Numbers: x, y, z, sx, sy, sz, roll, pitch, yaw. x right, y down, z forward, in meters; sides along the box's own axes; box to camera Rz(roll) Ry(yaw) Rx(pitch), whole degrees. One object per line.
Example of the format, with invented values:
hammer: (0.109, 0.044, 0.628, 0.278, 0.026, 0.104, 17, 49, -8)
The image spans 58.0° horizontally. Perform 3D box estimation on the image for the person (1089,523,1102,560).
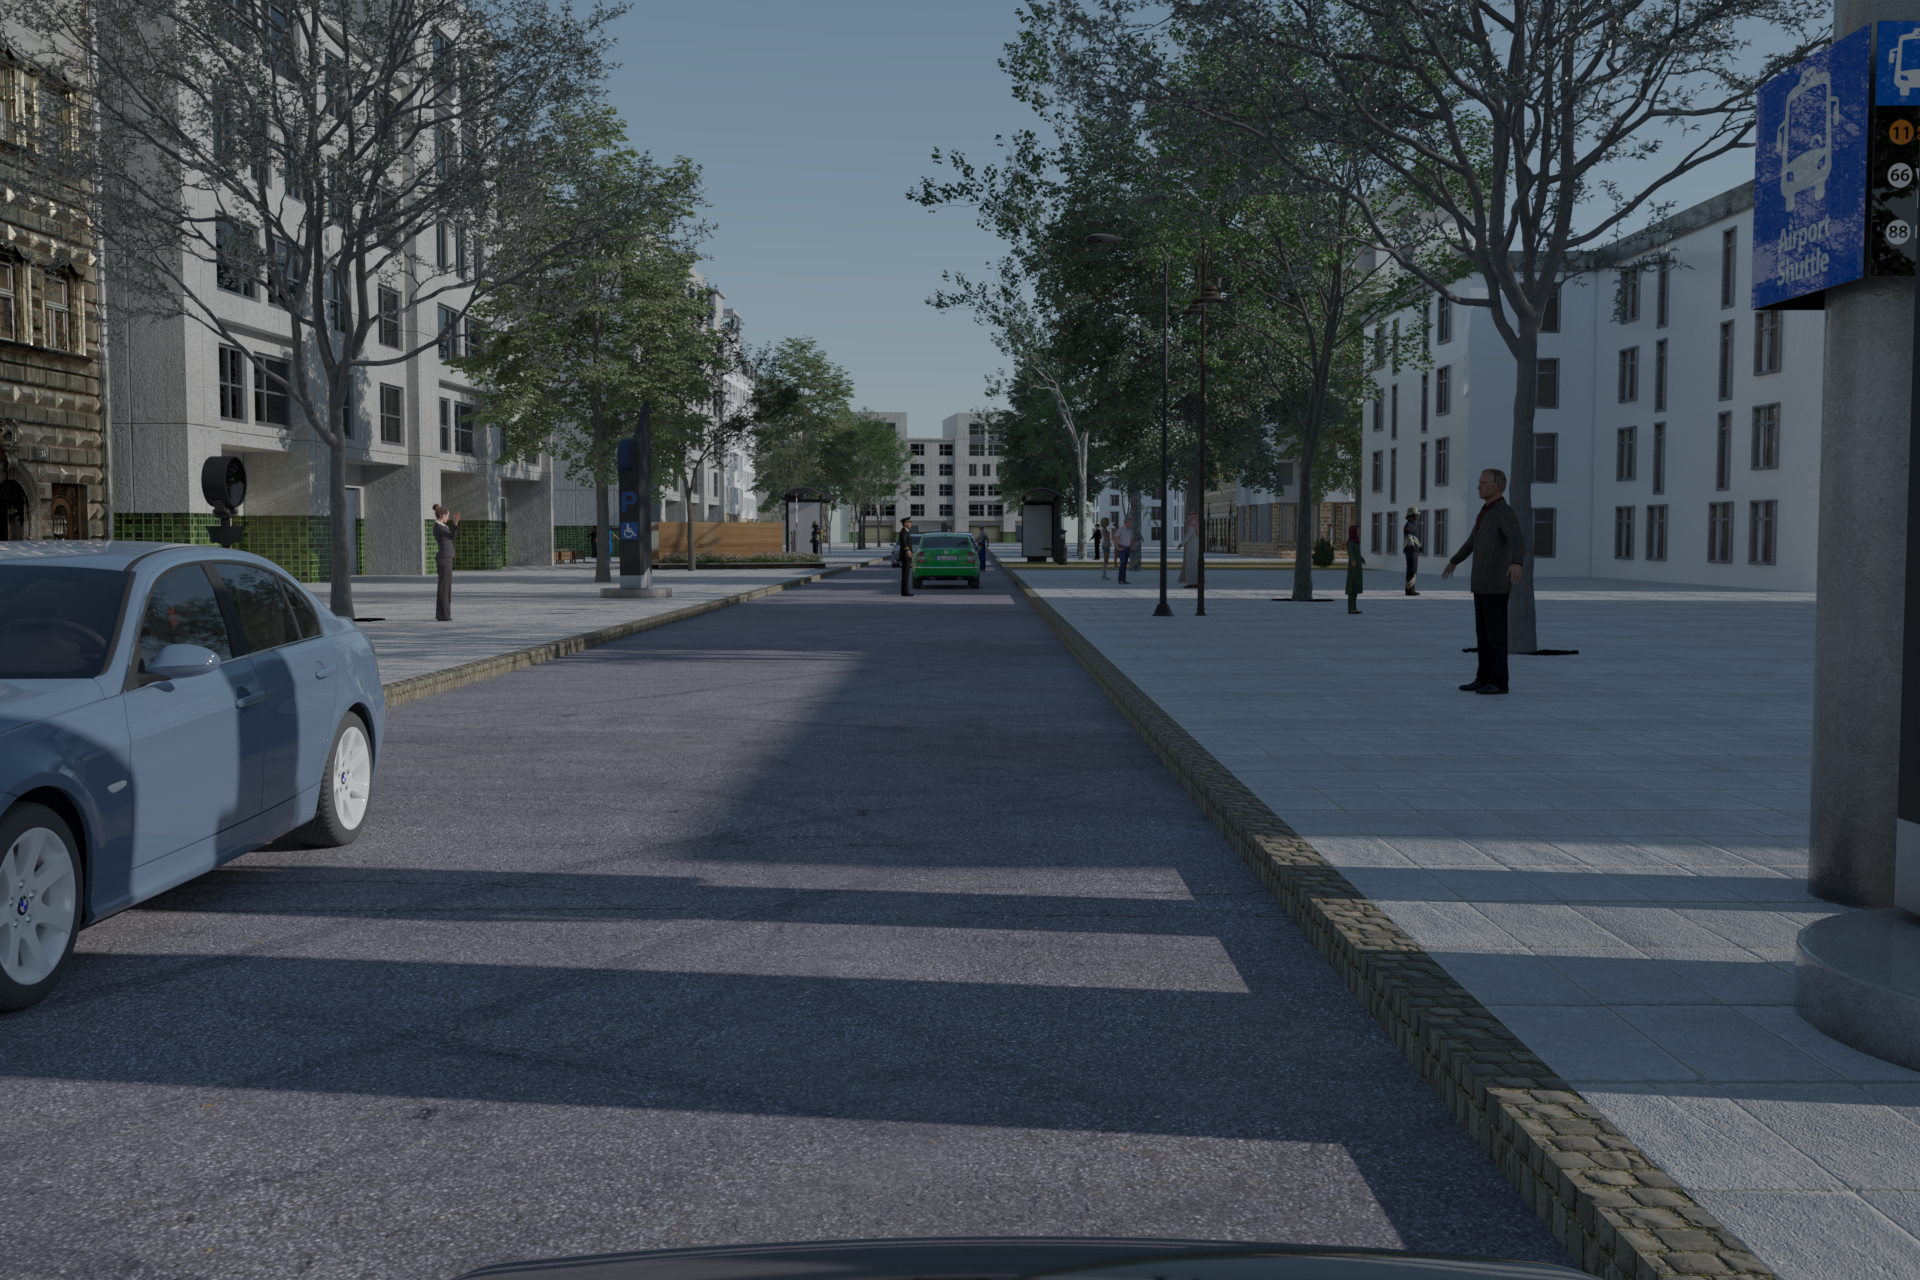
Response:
person: (6.768, -4.870, 85.819, 0.705, 1.806, 1.347, -1, 4, -21)

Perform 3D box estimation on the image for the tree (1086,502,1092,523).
tree: (20.361, -18.661, 255.465, 4.360, 8.622, 3.978, 0, 3, 0)

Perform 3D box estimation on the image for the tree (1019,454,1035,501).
tree: (6.972, -12.199, 149.819, 4.360, 8.622, 3.978, 0, 3, 0)

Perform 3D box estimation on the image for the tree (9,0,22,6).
tree: (-8.904, -3.774, 12.072, 4.360, 8.622, 3.978, 0, 3, 0)

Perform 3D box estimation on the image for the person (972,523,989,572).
person: (0.812, -3.541, 66.201, 0.705, 1.847, 1.347, 2, 4, 30)

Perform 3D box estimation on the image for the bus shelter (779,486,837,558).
bus shelter: (-6.626, -5.026, 76.098, 2.014, 3.302, 5.546, 0, 4, 1)

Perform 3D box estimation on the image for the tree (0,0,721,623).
tree: (-9.139, -7.007, 24.935, 12.009, 13.543, 11.850, 0, 3, 0)

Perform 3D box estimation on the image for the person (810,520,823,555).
person: (-6.077, -4.083, 72.542, 0.705, 1.856, 1.354, -1, 4, -14)

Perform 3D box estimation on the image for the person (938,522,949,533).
person: (-0.478, -2.810, 54.528, 1.348, 1.813, 0.705, 2, 4, 32)

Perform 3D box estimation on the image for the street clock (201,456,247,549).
street clock: (-6.834, -0.707, 16.137, 0.358, 2.002, 0.471, 0, 4, 1)

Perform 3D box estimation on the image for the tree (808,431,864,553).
tree: (-8.761, -10.040, 114.511, 4.360, 8.622, 3.978, 0, 3, 0)

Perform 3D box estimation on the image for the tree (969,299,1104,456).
tree: (6.840, -17.279, 138.403, 12.611, 20.169, 13.585, 0, 3, 0)

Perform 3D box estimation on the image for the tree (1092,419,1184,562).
tree: (7.239, -7.673, 75.814, 4.360, 8.622, 3.978, 0, 3, 0)

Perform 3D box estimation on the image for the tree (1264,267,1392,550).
tree: (16.760, -9.558, 74.397, 7.486, 12.596, 7.792, 0, 3, 0)

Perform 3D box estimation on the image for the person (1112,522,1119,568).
person: (6.079, -3.642, 66.357, 0.721, 1.733, 1.217, 0, 4, 8)

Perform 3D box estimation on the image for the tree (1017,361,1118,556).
tree: (6.986, -10.825, 102.742, 9.928, 11.665, 9.643, 0, 3, 0)

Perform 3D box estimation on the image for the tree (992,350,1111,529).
tree: (6.705, -12.919, 117.877, 9.857, 13.997, 8.962, 0, 3, 0)

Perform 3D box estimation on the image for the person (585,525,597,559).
person: (-19.226, -5.137, 90.707, 0.721, 1.740, 1.216, 2, 4, 27)

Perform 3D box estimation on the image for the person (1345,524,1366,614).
person: (6.401, -1.141, 27.863, 0.599, 1.438, 0.989, 1, 4, 23)

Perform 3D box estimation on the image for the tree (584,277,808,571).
tree: (-9.246, -7.687, 60.102, 8.767, 10.594, 7.601, 0, 4, 6)

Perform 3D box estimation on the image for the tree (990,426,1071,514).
tree: (6.609, -14.686, 158.246, 7.486, 12.596, 7.792, 0, 3, 0)

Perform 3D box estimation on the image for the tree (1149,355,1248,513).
tree: (9.536, -7.316, 69.974, 4.737, 8.622, 4.395, 0, 3, 0)

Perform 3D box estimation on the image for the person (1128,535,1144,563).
person: (7.531, -4.243, 75.560, 1.347, 1.806, 0.705, -2, 4, -32)

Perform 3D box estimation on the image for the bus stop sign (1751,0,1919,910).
bus stop sign: (3.331, -1.038, 5.989, 0.837, 3.901, 0.837, 0, 4, 1)

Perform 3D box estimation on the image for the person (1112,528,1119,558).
person: (8.338, -5.248, 91.654, 0.705, 1.847, 1.347, 2, 4, 33)

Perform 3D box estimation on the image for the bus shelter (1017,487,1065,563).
bus shelter: (3.600, -5.140, 77.958, 2.014, 3.302, 5.546, 0, 4, 1)

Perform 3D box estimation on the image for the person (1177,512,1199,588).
person: (5.506, -2.139, 41.128, 0.704, 1.811, 1.347, 2, 4, 29)

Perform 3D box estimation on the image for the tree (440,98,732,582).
tree: (-9.855, -7.835, 46.227, 7.486, 12.596, 7.792, 0, 3, 0)

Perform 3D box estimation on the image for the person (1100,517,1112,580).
person: (4.179, -2.573, 48.674, 0.721, 1.753, 1.214, 0, 4, 3)

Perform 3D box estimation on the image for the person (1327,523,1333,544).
person: (17.722, -4.704, 83.181, 0.705, 1.796, 1.348, 1, 4, 13)

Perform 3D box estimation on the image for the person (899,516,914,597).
person: (-1.219, -1.926, 39.877, 0.705, 1.837, 1.347, 0, 4, 0)

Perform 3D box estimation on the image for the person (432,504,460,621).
person: (-7.502, -1.142, 25.521, 0.742, 1.727, 0.445, 2, 4, 34)

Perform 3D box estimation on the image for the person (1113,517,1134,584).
person: (4.272, -2.295, 44.499, 0.756, 1.711, 0.436, -3, 4, -37)

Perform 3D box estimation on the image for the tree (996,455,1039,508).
tree: (7.036, -14.794, 167.643, 9.928, 11.665, 9.643, 0, 3, 0)

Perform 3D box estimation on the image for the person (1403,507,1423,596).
person: (9.447, -1.849, 36.102, 0.704, 1.845, 1.351, 1, 4, 21)

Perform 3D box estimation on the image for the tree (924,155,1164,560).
tree: (5.064, -14.164, 87.465, 12.611, 20.169, 13.585, 0, 3, 0)

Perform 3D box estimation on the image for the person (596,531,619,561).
person: (-16.266, -4.512, 79.898, 0.704, 1.817, 1.347, 3, 5, 45)

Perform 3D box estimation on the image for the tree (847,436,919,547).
tree: (-7.767, -14.752, 166.951, 9.928, 11.665, 9.643, 0, 3, 0)

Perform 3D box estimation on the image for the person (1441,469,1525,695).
person: (4.263, -0.477, 13.983, 0.705, 1.807, 1.348, 0, 4, -7)
